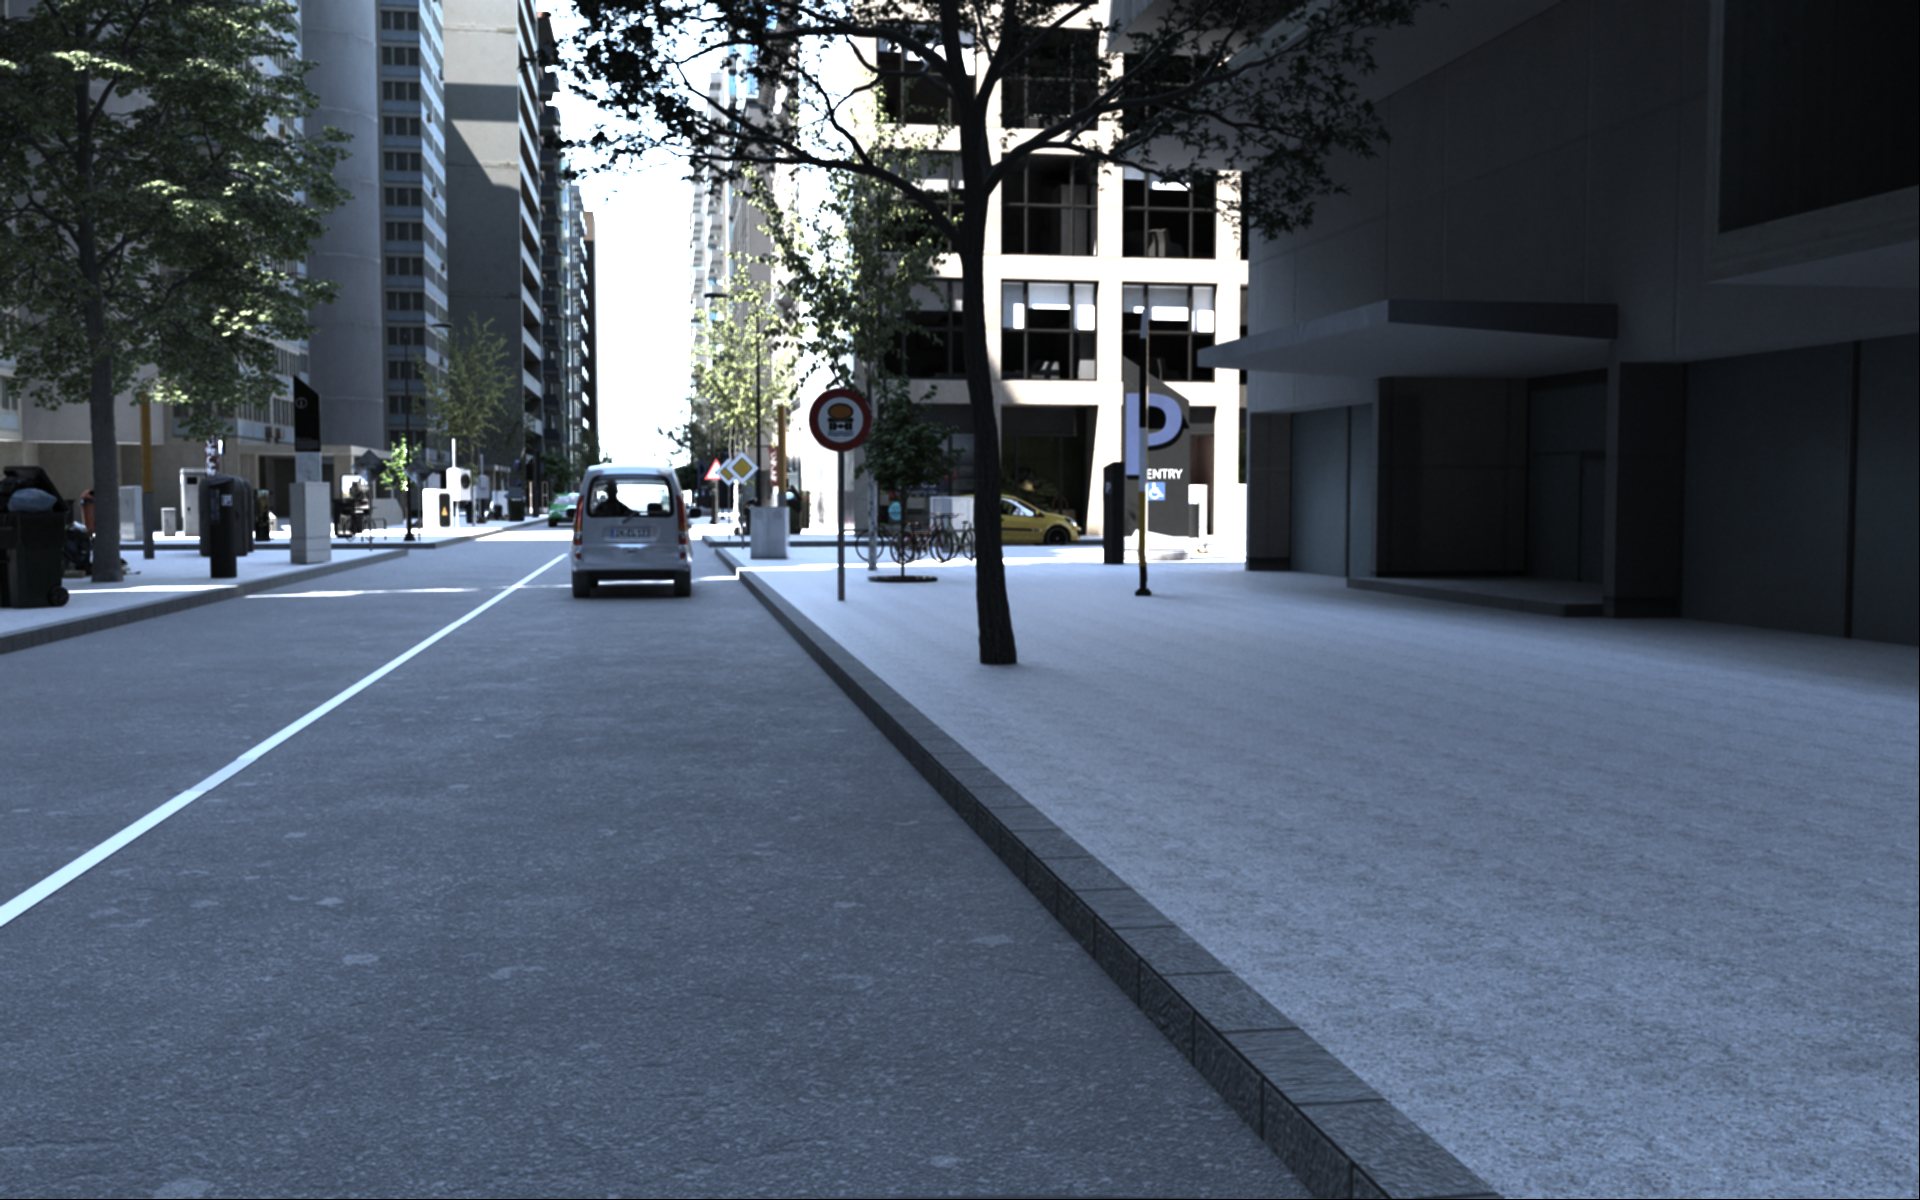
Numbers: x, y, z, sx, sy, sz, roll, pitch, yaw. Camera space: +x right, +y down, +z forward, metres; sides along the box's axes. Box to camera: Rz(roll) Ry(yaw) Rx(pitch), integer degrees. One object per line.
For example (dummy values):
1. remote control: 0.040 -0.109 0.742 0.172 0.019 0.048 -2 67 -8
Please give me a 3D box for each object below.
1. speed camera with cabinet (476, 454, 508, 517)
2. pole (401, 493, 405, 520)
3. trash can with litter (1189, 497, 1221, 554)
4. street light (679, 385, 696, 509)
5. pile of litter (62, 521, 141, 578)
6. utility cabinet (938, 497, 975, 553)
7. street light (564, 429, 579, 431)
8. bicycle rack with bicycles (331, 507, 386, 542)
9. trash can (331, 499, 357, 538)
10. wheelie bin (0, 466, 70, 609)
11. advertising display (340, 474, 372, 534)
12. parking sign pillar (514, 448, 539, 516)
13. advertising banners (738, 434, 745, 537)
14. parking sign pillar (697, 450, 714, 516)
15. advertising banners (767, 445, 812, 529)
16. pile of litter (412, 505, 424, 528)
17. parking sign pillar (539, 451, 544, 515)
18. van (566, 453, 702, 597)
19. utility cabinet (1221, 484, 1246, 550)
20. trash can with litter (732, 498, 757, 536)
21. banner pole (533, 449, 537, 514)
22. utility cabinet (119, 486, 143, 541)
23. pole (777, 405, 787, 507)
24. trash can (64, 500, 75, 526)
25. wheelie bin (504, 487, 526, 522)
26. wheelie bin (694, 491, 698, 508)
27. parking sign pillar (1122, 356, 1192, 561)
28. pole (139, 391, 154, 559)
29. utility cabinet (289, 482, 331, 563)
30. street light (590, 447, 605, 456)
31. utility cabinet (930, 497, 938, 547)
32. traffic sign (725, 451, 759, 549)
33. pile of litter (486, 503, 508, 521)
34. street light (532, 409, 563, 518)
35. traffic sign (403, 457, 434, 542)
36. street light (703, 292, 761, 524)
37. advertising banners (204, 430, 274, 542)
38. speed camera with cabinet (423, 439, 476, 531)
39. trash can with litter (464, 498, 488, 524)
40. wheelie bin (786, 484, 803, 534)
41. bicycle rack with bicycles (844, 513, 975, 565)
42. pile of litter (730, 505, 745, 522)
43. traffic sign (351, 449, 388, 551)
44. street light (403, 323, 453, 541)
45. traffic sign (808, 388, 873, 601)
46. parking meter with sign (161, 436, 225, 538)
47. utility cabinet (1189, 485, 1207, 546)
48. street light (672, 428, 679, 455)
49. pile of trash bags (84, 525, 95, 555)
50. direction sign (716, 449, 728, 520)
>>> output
1. speed camera with cabinet: -23.271 -5.631 86.410 2.038 3.252 0.660 -3 5 -41
2. pole: -27.500 -5.605 85.485 0.158 3.312 0.155 0 3 0
3. trash can with litter: 4.484 -1.597 37.170 2.233 1.210 1.678 1 4 9
4. street light: -11.109 -6.197 73.863 1.470 5.913 1.316 -1 4 -10
5. pile of litter: -13.570 -0.803 27.093 1.176 0.858 1.719 2 4 29
6. utility cabinet: 0.012 -1.650 38.147 0.306 1.237 1.020 3 4 37
7. street light: -27.646 -9.182 122.670 1.470 5.913 1.316 -1 4 -10
8. bicycle rack with bicycles: -17.062 -2.072 47.267 2.852 0.926 2.925 0 4 3
9. trash can: -18.058 -2.395 50.806 0.748 1.137 0.748 0 3 0
10. wheelie bin: -10.568 -0.716 19.617 0.980 1.594 0.693 2 4 26
11. advertising display: -19.594 -3.120 56.226 0.974 1.923 0.123 -2 4 -31
12. parking sign pillar: -25.318 -6.808 99.786 1.447 3.967 1.447 0 4 -3
13. advertising banners: -6.440 -3.358 51.099 0.090 3.025 2.074 -1 4 -11
14. parking sign pillar: -14.826 -6.891 101.145 1.447 3.967 1.447 -3 4 -38
15. advertising banners: -6.207 -4.093 63.103 0.090 3.025 2.074 3 5 44
16. pile of litter: -20.550 -3.202 66.326 1.176 0.858 1.719 0 4 3
17. parking sign pillar: -26.486 -7.309 107.966 1.447 3.967 1.447 3 4 39
18. van: -4.813 -1.133 25.537 2.013 2.044 4.112 -1 4 -9
19. utility cabinet: 6.544 -1.873 39.300 1.173 1.500 0.318 1 4 21
20. trash can with litter: -6.638 -2.582 53.610 1.055 1.170 0.624 2 4 35
21. banner pole: -23.581 -6.490 96.124 0.401 3.779 0.863 0 4 0
22. utility cabinet: -22.505 -2.345 47.021 1.173 1.500 0.318 3 5 44
23. pole: -4.096 -2.816 39.886 0.158 3.312 0.155 0 3 0
24. trash can: -23.461 -2.052 45.197 0.748 1.137 0.748 0 3 0
25. wheelie bin: -21.151 -4.573 82.675 0.980 1.594 0.693 3 4 39
26. wheelie bin: -15.455 -5.820 103.058 0.693 1.594 0.980 -1 4 -13
27. parking sign pillar: 3.797 -2.761 33.609 1.447 3.967 1.447 0 4 6
28. pole: -16.091 -2.472 34.265 0.158 3.312 0.155 0 3 0
29. utility cabinet: -12.035 -1.430 32.064 0.318 1.500 1.173 0 4 1
30. street light: -35.875 -12.084 170.118 1.470 5.913 1.316 -1 4 -10
31. utility cabinet: -0.198 -1.883 41.941 1.020 1.237 0.306 -1 4 -20
32. traffic sign: -5.054 -2.238 40.237 0.795 2.450 0.064 -1 4 -10
33. pile of litter: -22.262 -4.287 84.050 1.719 0.858 1.176 -2 4 -29
34. street light: -22.693 -7.469 94.657 1.470 5.913 1.316 -1 4 -10
35. traffic sign: -14.596 -2.634 46.712 0.795 2.450 0.064 -1 4 -10
36. street light: -5.215 -4.136 40.161 1.470 5.913 1.316 -1 4 -10
37. advertising banners: -19.273 -3.057 46.168 0.090 3.025 2.074 2 4 34
38. speed camera with cabinet: -18.114 -4.089 61.195 0.660 3.252 2.038 1 4 20
39. trash can with litter: -21.083 -3.925 75.559 1.055 1.170 0.624 1 4 16
40. wheelie bin: -5.403 -2.913 55.543 0.693 1.594 0.980 -1 4 -11
41. bicycle rack with bicycles: -0.805 -1.185 32.763 2.925 0.926 2.852 -3 5 -39
42. pile of litter: -9.890 -4.037 79.975 1.719 0.858 1.176 3 5 44
43. traffic sign: -13.230 -2.153 38.844 0.795 2.450 0.064 -1 4 -10
44. street light: -14.456 -4.559 47.083 1.470 5.913 1.316 -1 4 -10
45. traffic sign: -1.432 -1.268 20.830 0.768 2.556 0.104 0 4 -2
46. parking meter with sign: -22.825 -3.383 51.567 1.738 3.016 0.543 -2 4 -32
47. utility cabinet: 5.585 -2.065 42.436 0.318 1.500 1.173 -2 4 -26
48. street light: -19.351 -9.111 121.502 1.470 5.913 1.316 -1 4 -10
49. pile of trash bags: -19.254 -1.575 35.507 3.447 1.369 1.912 -3 5 -40
50. direction sign: -11.975 -5.826 87.247 0.876 3.537 0.379 3 4 38
